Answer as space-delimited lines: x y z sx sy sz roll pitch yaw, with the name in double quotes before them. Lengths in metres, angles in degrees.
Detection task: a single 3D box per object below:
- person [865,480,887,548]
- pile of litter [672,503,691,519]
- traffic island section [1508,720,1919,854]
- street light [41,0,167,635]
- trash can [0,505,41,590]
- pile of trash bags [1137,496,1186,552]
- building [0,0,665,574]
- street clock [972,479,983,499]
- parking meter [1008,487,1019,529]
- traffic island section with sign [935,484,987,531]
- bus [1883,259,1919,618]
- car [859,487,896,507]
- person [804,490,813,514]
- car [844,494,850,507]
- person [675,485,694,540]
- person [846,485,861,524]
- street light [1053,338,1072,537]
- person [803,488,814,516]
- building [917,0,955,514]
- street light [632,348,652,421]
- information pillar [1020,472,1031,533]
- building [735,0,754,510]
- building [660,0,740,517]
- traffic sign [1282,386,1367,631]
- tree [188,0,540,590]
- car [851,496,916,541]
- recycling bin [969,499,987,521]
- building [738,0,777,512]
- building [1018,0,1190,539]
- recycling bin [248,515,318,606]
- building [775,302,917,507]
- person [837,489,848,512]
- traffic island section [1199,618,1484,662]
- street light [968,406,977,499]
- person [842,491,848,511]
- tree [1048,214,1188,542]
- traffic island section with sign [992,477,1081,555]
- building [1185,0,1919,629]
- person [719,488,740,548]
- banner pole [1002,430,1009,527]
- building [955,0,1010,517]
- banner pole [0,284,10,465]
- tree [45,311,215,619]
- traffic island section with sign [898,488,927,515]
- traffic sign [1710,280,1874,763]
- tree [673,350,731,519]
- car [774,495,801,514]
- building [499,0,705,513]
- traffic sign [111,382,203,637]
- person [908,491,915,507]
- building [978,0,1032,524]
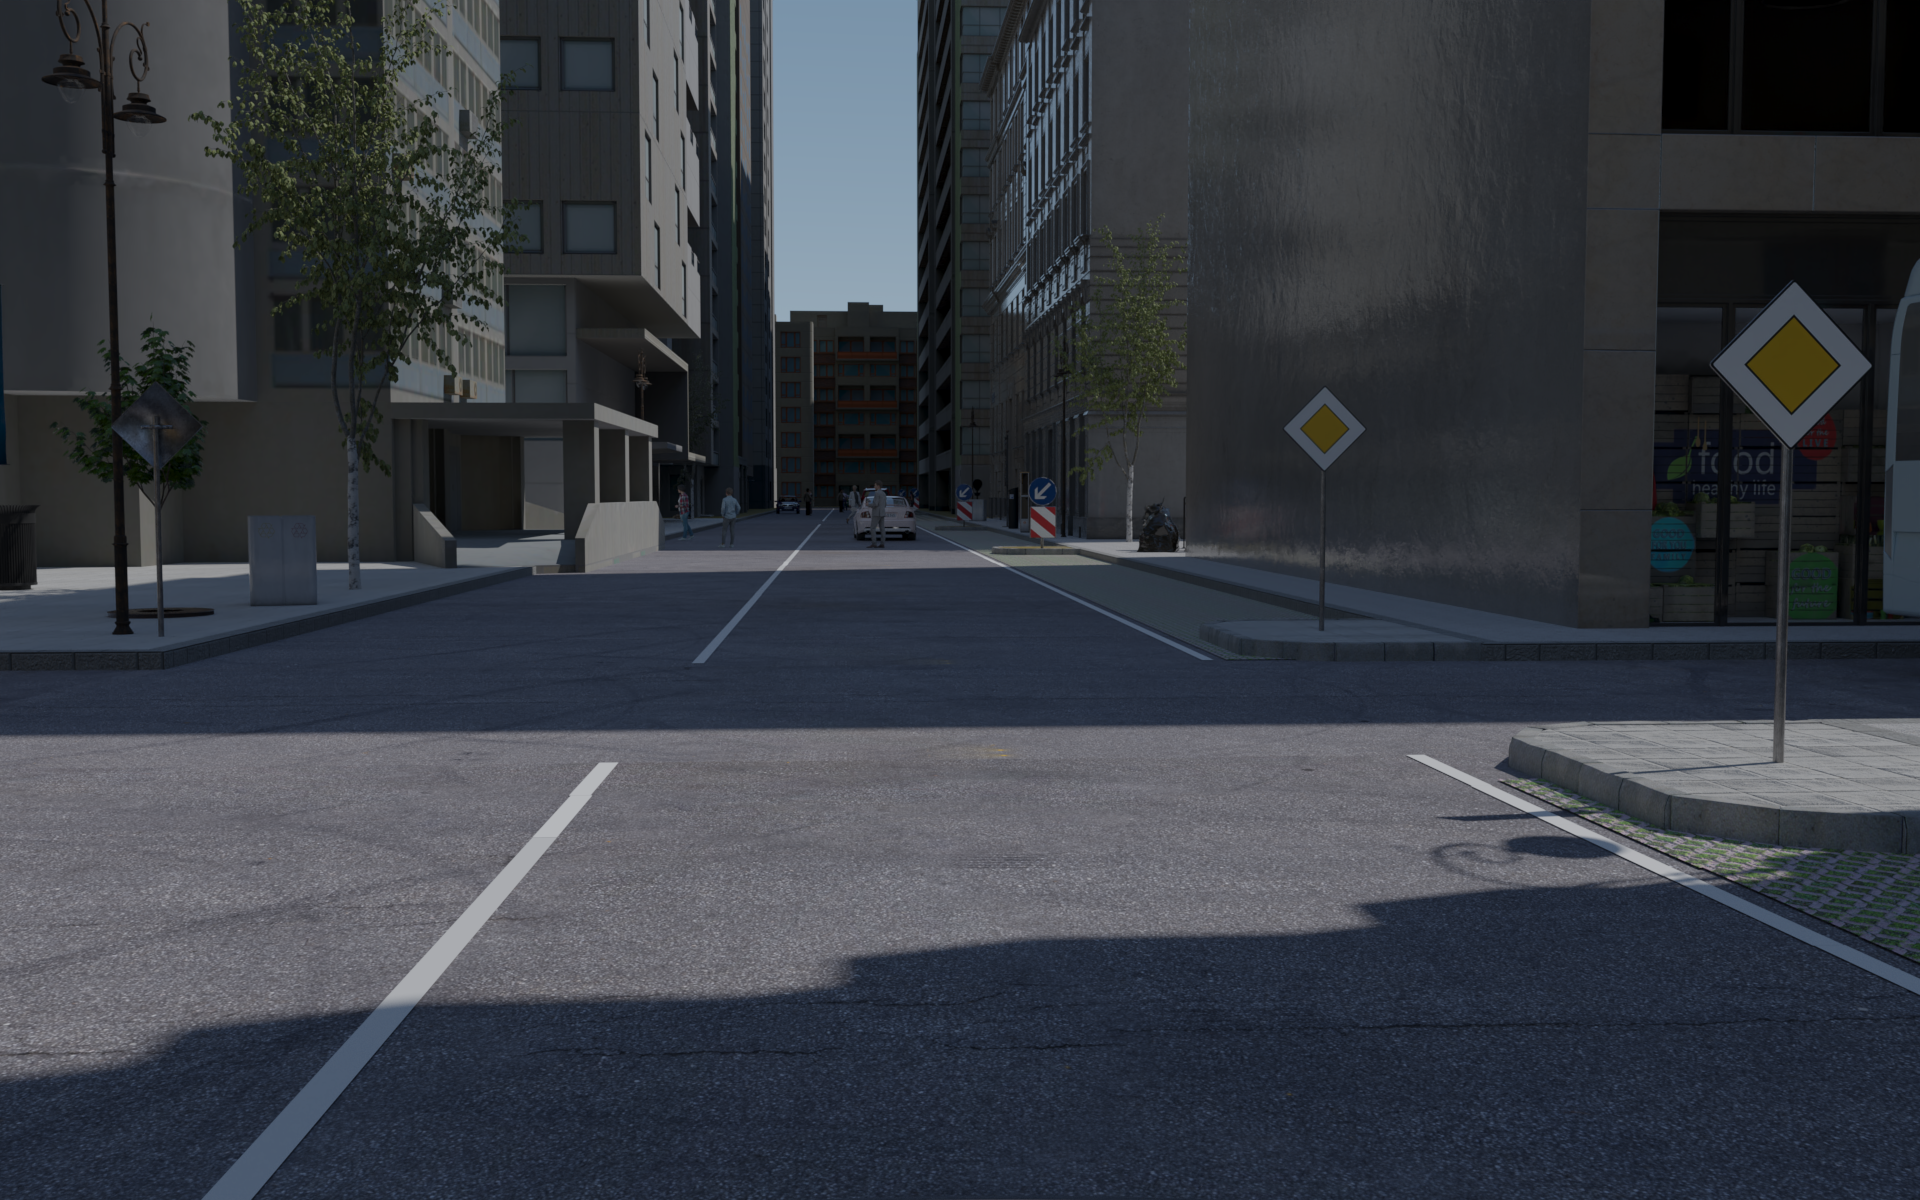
"person" -2.241 -2.290 46.134 0.583 1.804 0.606 1 4 19
"pile of litter" -14.252 -4.591 89.027 1.176 0.858 1.719 1 4 16
"traffic island section" 3.934 0.855 8.299 2.009 0.180 2.903 0 4 -4
"street light" -7.664 -2.623 15.680 0.468 5.910 1.993 0 4 -4
"trash can" -12.736 -0.708 23.235 0.748 1.137 0.748 0 3 0
"pile of trash bags" 5.145 -1.822 39.543 1.912 1.369 3.447 1 4 16
"building" -23.340 -21.055 36.127 32.217 40.220 23.993 0 4 -4
"street clock" 0.831 -4.821 83.387 0.471 2.002 0.358 -1 4 -12
"parking meter" 1.975 -3.399 63.981 0.372 1.533 0.369 0 3 0
"traffic island section with sign" 0.011 -3.649 68.291 1.989 1.847 2.006 0 4 -4
"bus" 14.007 -1.109 12.996 13.247 3.499 2.948 0 4 -5
"car" -4.887 -5.664 101.280 2.281 1.827 5.304 0 4 -2
"person" -10.976 -7.084 125.119 0.742 1.727 0.445 1 4 20
"car" -10.225 -9.205 162.292 2.131 1.459 4.920 0 4 -5
"person" -8.497 -2.703 53.527 0.643 1.720 0.563 -1 4 -19
"person" -4.993 -4.469 81.450 0.818 1.842 0.514 3 4 37
"street light" 3.086 -4.810 51.423 0.468 5.910 1.993 0 4 -4
"person" -10.146 -6.564 115.835 0.705 1.823 1.348 -2 4 -35
"building" 7.601 -31.701 142.014 21.300 48.544 21.600 0 4 -4
"street light" -10.113 -5.040 55.184 0.468 5.910 1.993 0 4 -4
"information pillar" 2.177 -3.251 57.641 0.304 2.012 0.304 1 4 12
"building" -23.174 -29.444 131.514 14.600 45.320 14.200 0 4 -4
"building" -19.929 -25.258 96.566 14.154 41.232 14.086 0 4 -4
"traffic sign" 3.390 -0.767 16.188 0.795 2.450 0.064 0 4 -4
"tree" -7.948 -4.454 23.190 4.737 8.622 4.395 0 3 0
"car" -2.403 -2.597 54.821 2.083 1.381 4.827 0 4 -5
"recycling bin" 0.846 -4.248 82.005 0.722 1.027 0.722 1 4 13
"building" -27.354 -43.821 154.717 20.611 71.187 20.563 0 4 -4
"building" 7.668 -12.744 57.515 9.793 20.994 18.267 0 4 -4
"recycling bin" -7.900 -0.467 20.188 0.722 1.027 0.722 -1 4 -23
"building" -10.168 -20.966 187.830 28.899 21.520 27.650 0 4 -4
"person" -9.278 -7.773 135.591 0.705 1.823 1.348 2 4 32
"traffic island section" 3.413 0.368 16.267 2.009 0.180 2.903 0 4 -4
"street light" 0.660 -7.226 90.929 0.468 5.910 1.993 0 4 -4
"person" -9.939 -8.497 148.363 0.756 1.711 0.436 0 4 -4
"tree" 4.474 -5.855 46.099 4.737 8.622 4.395 0 3 0
"traffic island section with sign" 1.782 -2.004 41.394 1.989 1.847 2.006 0 4 -4
"building" 22.221 -13.568 26.357 34.151 26.468 19.350 0 4 -4
"person" -6.181 -2.209 46.422 0.589 1.601 0.330 -2 4 -26
"banner pole" 1.795 -4.712 67.065 0.401 3.779 0.863 1 4 12
"building" 6.615 -25.562 101.539 14.154 41.232 14.086 0 4 -4
"banner pole" -10.225 -1.705 17.889 0.401 3.779 0.863 2 4 27
"tree" -8.442 -1.454 18.367 1.663 3.219 1.824 0 3 0
"traffic island section with sign" -3.235 -6.691 118.023 1.989 1.847 2.006 0 4 -4
"traffic sign" 3.911 -0.280 8.220 0.795 2.450 0.064 0 4 -4
"tree" -13.811 -8.393 87.593 4.360 8.622 3.978 0 3 0
"car" -12.526 -6.944 126.110 1.945 1.354 3.894 0 4 -6
"building" -24.959 -29.367 69.391 28.713 52.752 27.495 0 4 -4
"traffic sign" -7.183 -0.726 15.520 0.795 2.450 0.064 0 4 -4
"person" -3.130 -6.214 111.572 0.415 1.643 0.593 -1 4 -19
"building" 7.941 -17.233 79.031 12.463 27.353 25.104 0 4 -4
